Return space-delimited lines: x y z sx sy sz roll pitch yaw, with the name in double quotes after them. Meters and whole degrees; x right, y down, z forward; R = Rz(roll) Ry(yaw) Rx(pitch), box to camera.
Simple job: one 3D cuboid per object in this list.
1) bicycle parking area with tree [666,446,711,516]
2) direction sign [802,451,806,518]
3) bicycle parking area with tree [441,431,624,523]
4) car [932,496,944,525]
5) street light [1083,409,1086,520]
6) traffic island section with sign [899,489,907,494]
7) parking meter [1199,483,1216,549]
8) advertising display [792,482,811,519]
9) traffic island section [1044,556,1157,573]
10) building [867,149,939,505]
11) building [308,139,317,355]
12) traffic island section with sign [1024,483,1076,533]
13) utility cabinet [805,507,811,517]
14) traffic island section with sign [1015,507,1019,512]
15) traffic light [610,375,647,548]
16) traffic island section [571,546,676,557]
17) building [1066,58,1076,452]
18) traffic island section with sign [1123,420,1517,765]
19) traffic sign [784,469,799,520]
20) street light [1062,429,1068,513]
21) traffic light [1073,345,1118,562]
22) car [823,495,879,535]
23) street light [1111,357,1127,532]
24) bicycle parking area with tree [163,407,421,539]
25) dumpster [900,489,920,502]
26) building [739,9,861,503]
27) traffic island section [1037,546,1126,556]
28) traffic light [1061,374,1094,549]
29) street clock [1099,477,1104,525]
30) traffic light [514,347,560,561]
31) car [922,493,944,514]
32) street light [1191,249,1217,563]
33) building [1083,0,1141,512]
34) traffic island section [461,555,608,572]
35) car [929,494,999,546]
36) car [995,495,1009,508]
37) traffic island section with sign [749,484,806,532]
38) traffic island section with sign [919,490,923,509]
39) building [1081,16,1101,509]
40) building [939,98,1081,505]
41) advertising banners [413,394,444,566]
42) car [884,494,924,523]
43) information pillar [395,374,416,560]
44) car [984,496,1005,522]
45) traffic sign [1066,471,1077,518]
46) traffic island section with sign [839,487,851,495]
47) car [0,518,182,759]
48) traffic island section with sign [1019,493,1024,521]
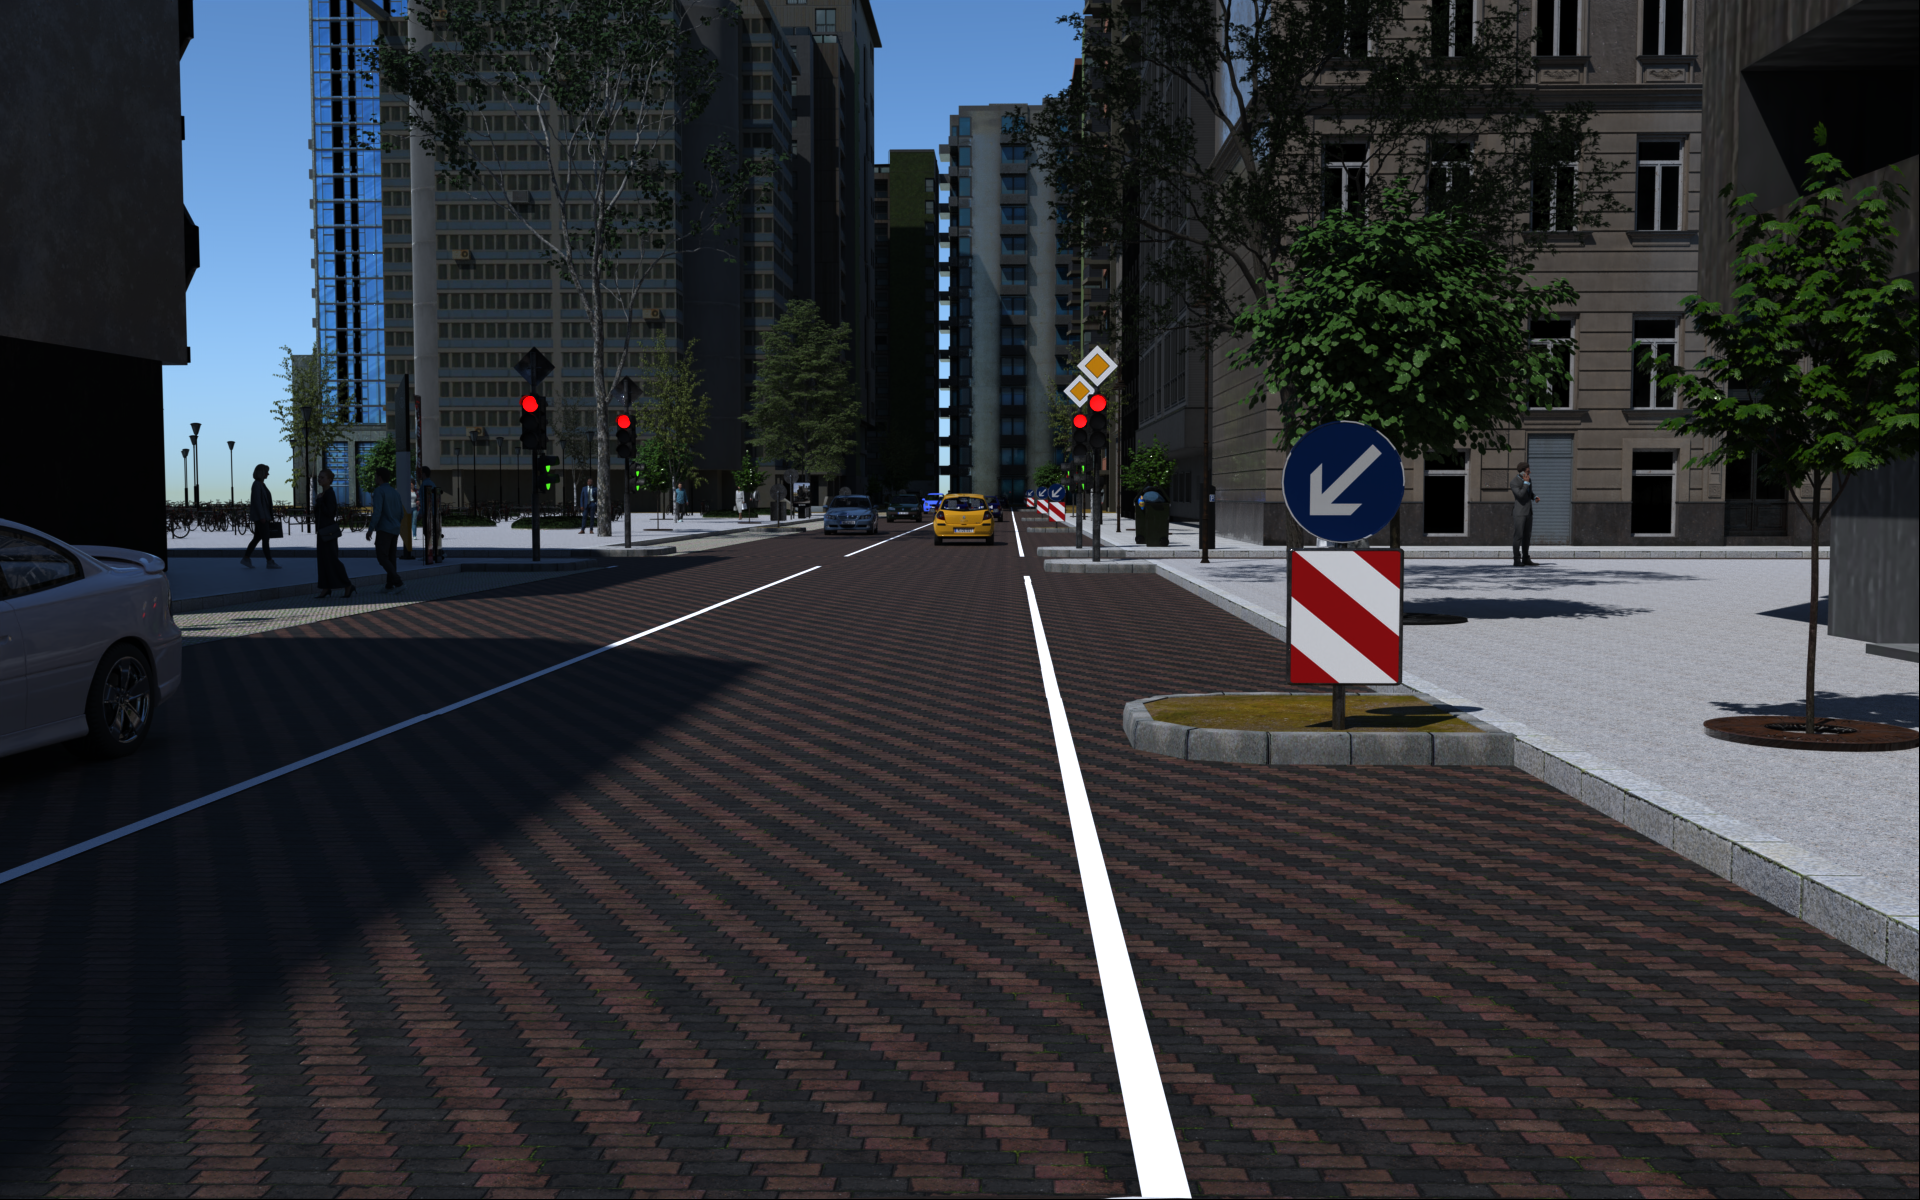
-18.744 -7.150 103.912 8.231 4.147 9.016 0 4 3 "bicycle parking area with tree"
-8.404 -6.146 92.481 0.379 3.537 0.876 0 4 -6 "direction sign"
-19.483 -5.641 79.238 8.231 4.147 9.016 0 4 8 "bicycle parking area with tree"
-0.336 -4.127 80.050 1.945 1.354 3.894 0 4 1 "car"
6.208 -6.944 86.315 0.468 5.910 1.993 0 4 2 "street light"
-4.711 -8.279 143.994 1.989 1.847 2.006 0 4 2 "traffic island section with sign"
5.752 -1.949 40.274 0.372 1.533 0.369 0 3 0 "parking meter"
-8.286 -5.218 90.535 0.974 1.923 0.123 -1 4 -19 "advertising display"
2.608 -0.647 32.855 2.009 0.180 2.903 0 4 2 "traffic island section"
-9.633 -32.104 208.494 14.086 41.232 14.154 0 4 2 "building"
-62.467 -36.344 213.834 30.456 49.044 23.786 0 4 2 "building"
3.529 -3.474 65.426 1.989 1.847 2.006 0 4 2 "traffic island section with sign"
-8.519 -5.165 95.608 0.306 1.237 1.020 1 4 11 "utility cabinet"
5.690 -8.204 142.757 1.989 1.847 2.006 0 4 2 "traffic island section with sign"
-7.867 -3.186 41.005 0.839 4.253 0.868 0 4 2 "traffic light"
-7.906 -1.154 41.141 2.009 0.180 2.903 0 4 2 "traffic island section"
21.974 -31.725 173.332 22.147 44.769 28.867 0 4 2 "building"
1.981 -0.091 10.112 1.989 1.847 2.006 0 4 2 "traffic island section with sign"
-8.421 -5.275 86.359 0.768 2.556 0.104 0 4 7 "traffic sign"
6.966 -8.681 114.721 0.468 5.910 1.993 0 4 2 "street light"
2.568 -2.680 32.742 0.839 4.253 0.868 0 4 2 "traffic light"
-3.875 -3.061 62.048 2.014 1.417 4.499 0 4 0 "car"
5.324 -5.210 57.973 0.468 5.910 1.993 0 4 2 "street light"
-23.977 -4.304 57.365 8.231 4.147 9.016 1 4 19 "bicycle parking area with tree"
-4.495 -8.996 155.295 1.865 1.857 1.264 0 4 0 "dumpster"
-16.160 -28.460 148.914 14.154 41.232 14.086 0 4 2 "building"
2.831 -1.135 40.837 2.009 0.180 2.903 0 4 2 "traffic island section"
2.791 -3.168 40.724 0.839 4.253 0.868 0 4 2 "traffic light"
5.878 -4.166 72.688 0.358 2.002 0.471 -1 4 -8 "street clock"
-8.089 -2.697 33.023 0.839 4.253 0.868 0 4 2 "traffic light"
-1.752 -7.042 124.731 1.945 1.707 3.694 0 4 1 "car"
4.559 -3.624 32.040 0.468 5.910 1.993 0 4 2 "street light"
20.519 -29.105 130.484 22.147 44.769 28.867 0 4 2 "building"
-8.129 -0.665 33.159 2.009 0.180 2.903 0 4 2 "traffic island section"
0.117 -2.408 49.594 2.015 1.641 3.980 0 4 0 "car"
4.252 -10.407 182.739 1.945 1.354 3.894 0 4 0 "car"
-6.895 -3.499 65.839 1.989 1.847 2.006 0 4 2 "traffic island section with sign"
-3.937 -9.963 171.517 1.989 1.847 2.006 0 4 2 "traffic island section with sign"
17.602 -28.656 152.117 14.154 41.232 14.086 0 4 2 "building"
12.846 -36.238 212.093 30.456 49.044 23.786 0 4 2 "building"
-9.663 -2.158 31.477 0.090 3.025 2.074 0 4 -4 "advertising banners"
-2.822 -4.797 88.211 2.009 1.686 4.222 0 4 0 "car"
-10.908 -2.606 33.955 0.183 3.616 0.504 -3 5 -42 "information pillar"
1.365 -4.716 89.682 1.945 1.354 3.894 0 4 2 "car"
6.189 -5.776 94.543 0.768 2.556 0.104 1 4 8 "traffic sign"
-6.129 -5.157 92.950 1.989 1.847 2.006 0 4 2 "traffic island section with sign"
-5.531 0.257 8.156 2.083 1.381 4.827 0 4 3 "car"
4.276 -5.122 92.371 1.989 1.847 2.006 0 4 2 "traffic island section with sign"
